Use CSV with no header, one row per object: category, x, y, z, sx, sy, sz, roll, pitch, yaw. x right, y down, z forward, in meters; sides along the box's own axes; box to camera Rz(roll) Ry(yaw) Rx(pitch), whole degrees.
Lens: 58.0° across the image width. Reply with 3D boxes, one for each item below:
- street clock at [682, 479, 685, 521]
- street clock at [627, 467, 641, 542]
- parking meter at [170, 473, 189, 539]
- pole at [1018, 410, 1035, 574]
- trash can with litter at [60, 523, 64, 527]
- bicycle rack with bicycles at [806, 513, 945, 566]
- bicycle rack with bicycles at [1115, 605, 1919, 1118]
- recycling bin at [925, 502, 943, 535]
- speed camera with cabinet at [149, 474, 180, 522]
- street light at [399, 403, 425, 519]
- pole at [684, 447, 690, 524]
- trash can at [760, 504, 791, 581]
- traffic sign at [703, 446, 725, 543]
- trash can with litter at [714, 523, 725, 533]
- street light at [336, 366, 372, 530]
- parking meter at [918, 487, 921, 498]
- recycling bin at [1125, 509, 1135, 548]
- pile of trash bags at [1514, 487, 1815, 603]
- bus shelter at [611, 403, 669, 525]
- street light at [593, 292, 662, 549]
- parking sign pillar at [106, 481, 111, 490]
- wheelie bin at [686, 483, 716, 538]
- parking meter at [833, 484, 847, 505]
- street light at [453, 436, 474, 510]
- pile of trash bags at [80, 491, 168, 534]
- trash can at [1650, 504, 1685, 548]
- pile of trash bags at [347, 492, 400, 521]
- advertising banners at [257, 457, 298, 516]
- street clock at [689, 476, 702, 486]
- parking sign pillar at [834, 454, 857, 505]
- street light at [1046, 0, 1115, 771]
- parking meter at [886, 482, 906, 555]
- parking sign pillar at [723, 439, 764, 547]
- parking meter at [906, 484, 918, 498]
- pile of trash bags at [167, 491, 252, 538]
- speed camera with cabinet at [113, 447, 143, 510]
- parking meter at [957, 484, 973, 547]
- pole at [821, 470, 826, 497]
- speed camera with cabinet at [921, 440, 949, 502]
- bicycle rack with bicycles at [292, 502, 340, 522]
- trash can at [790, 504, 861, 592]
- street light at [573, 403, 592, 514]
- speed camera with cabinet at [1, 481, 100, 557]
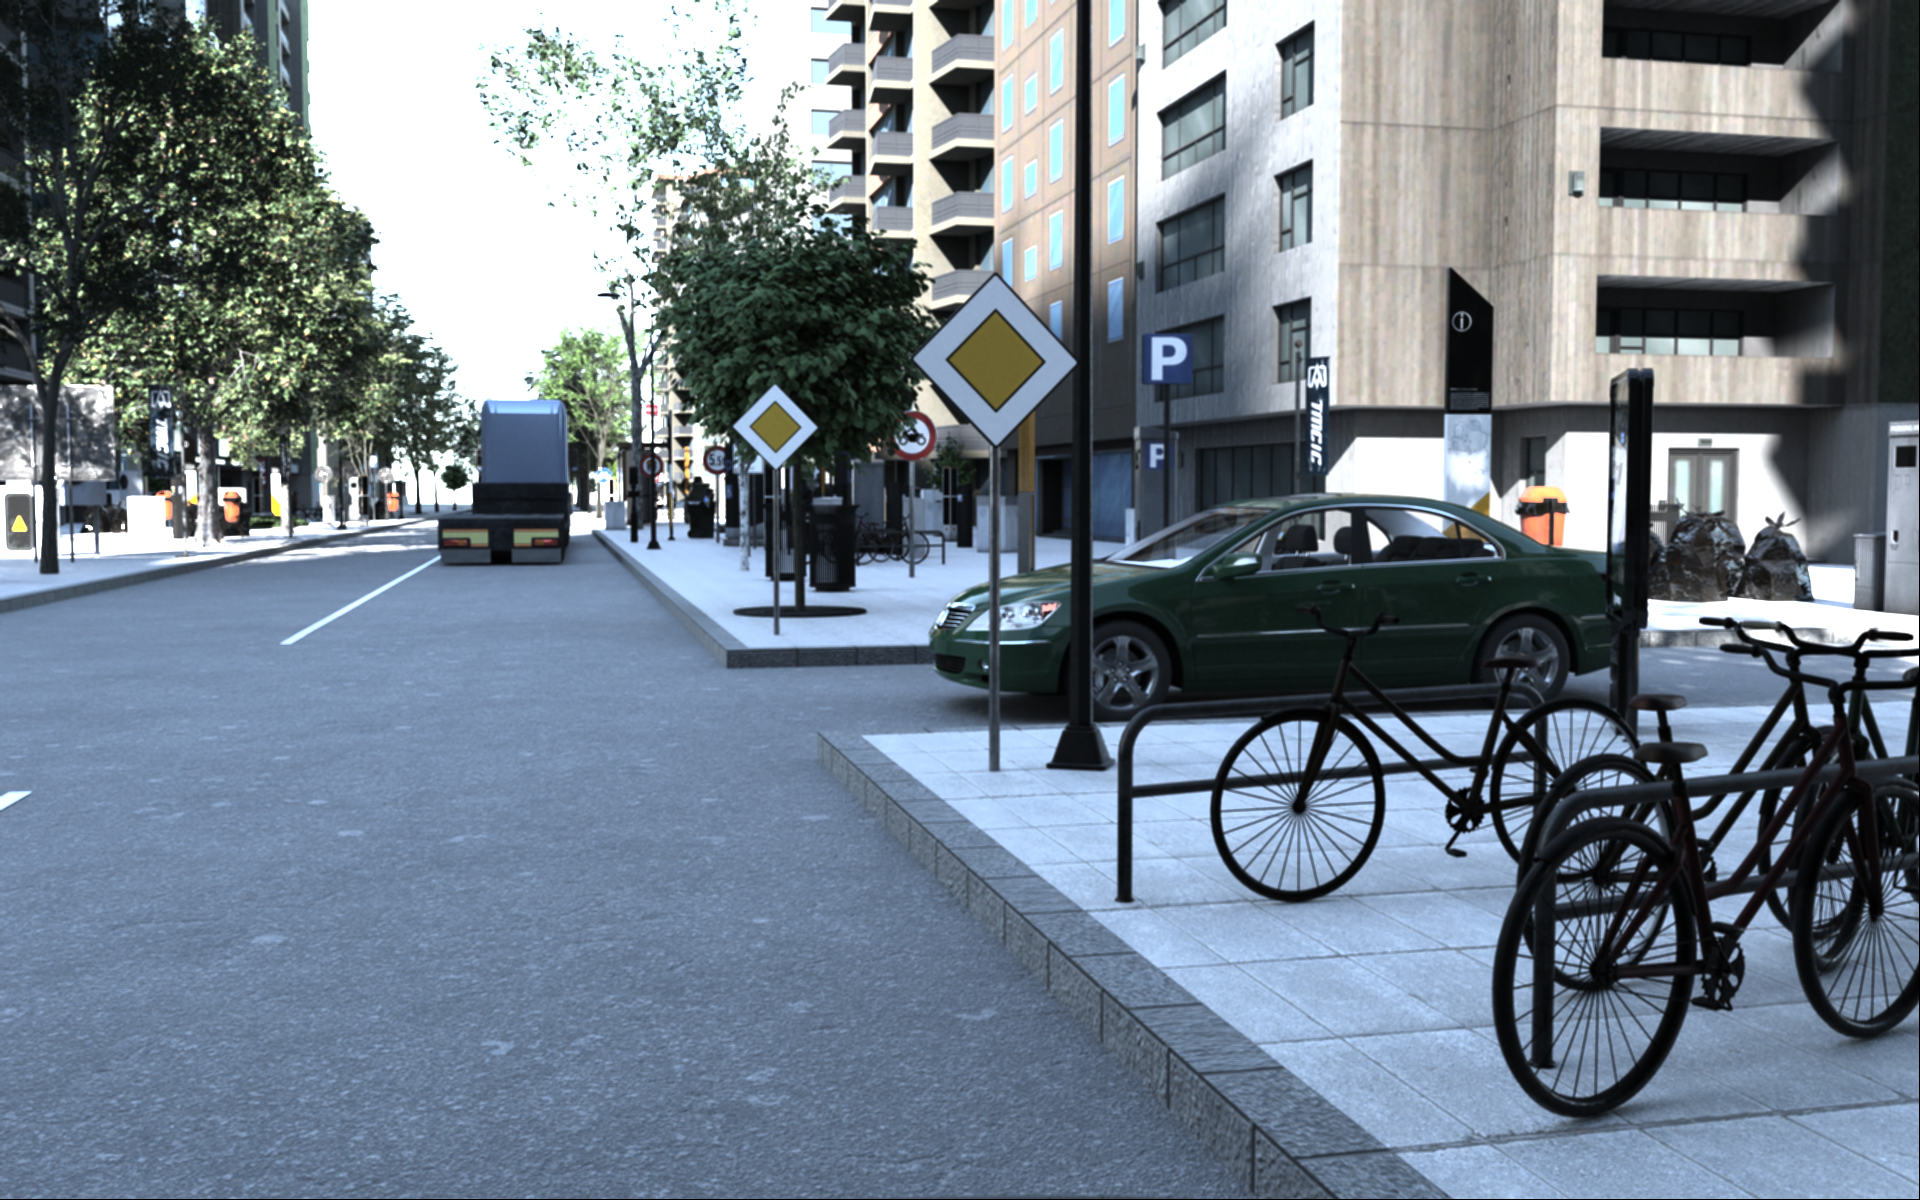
street clock,-13.014,-4.748,82.203,0.358,2.002,0.471,-2,4,-29
street clock,-8.699,-2.547,46.207,0.358,2.002,0.471,-1,4,-10
parking meter,-22.103,-2.650,49.038,0.255,1.863,0.399,3,4,38
pole,0.798,-1.645,20.736,0.158,3.312,0.155,0,3,0
trash can with litter,-35.185,-3.384,66.718,0.624,1.170,1.055,2,4,33
bicycle rack with bicycles,-1.710,-1.140,32.014,2.925,0.926,2.852,-2,4,-29
bicycle rack with bicycles,1.901,0.513,4.996,2.925,0.926,2.852,-2,4,-25
recycling bin,-0.703,-2.569,54.556,0.722,1.027,0.722,1,4,10
speed camera with cabinet,-36.290,-5.215,79.604,2.038,3.252,0.660,1,4,18
street light,-27.909,-7.069,88.125,1.470,5.913,1.316,-1,4,-13
pole,-11.860,-4.978,75.226,0.158,3.312,0.155,0,3,0
trash can,-2.583,-0.858,25.686,0.748,1.137,0.748,0,3,0
traffic sign,-6.370,-2.776,45.501,0.768,2.556,0.104,-1,4,-9
trash can with litter,-7.638,-2.820,57.493,0.624,1.170,1.055,3,4,38
street light,-21.801,-5.501,62.490,1.470,5.913,1.316,-1,4,-13
parking meter,-1.285,-2.464,48.705,0.372,1.533,0.369,0,3,0
recycling bin,3.254,-1.061,29.906,0.722,1.027,0.722,0,4,-1
pile of trash bags,8.470,-0.700,21.202,3.447,1.369,1.912,0,4,-7
bus shelter,-13.734,-5.896,74.036,2.179,5.291,8.768,-1,4,-13
street light,-7.673,-4.133,40.118,1.470,5.913,1.316,-1,4,-13
parking sign pillar,-36.465,-5.217,73.767,1.447,3.967,1.447,-2,4,-26
wheelie bin,-7.547,-2.610,50.578,0.980,1.594,0.693,3,4,38
parking meter,-3.111,-2.241,45.052,0.372,1.533,0.369,0,3,0
street light,-39.414,-10.047,136.803,1.470,5.913,1.316,-1,4,-13
pile of trash bags,-27.055,-2.871,56.696,3.447,1.369,1.912,1,4,21
trash can,10.096,-0.823,25.113,0.748,1.137,0.748,0,3,0
pile of trash bags,-28.399,-4.551,84.161,3.447,1.369,1.912,2,4,35
advertising banners,-32.470,-5.274,82.413,0.090,3.025,2.074,3,4,37
street clock,-10.568,-3.998,69.931,0.358,2.002,0.471,1,4,9
parking sign pillar,-3.608,-4.112,55.708,1.447,3.967,1.447,1,4,20
street light,0.044,-2.162,7.888,1.470,5.913,1.316,-1,4,-13
parking meter,-1.390,-1.734,36.769,0.372,1.533,0.369,0,3,0
parking sign pillar,-5.169,-3.332,42.953,1.447,3.967,1.447,-3,4,-36
parking meter,-1.324,-2.065,42.177,0.372,1.533,0.369,0,3,0
pile of trash bags,-22.264,-2.588,52.072,1.912,1.369,3.447,-3,4,-39
speed camera with cabinet,-31.458,-4.321,64.991,2.038,3.252,0.660,3,4,37
parking meter,0.118,-2.042,41.796,0.372,1.533,0.369,0,3,0
pole,-3.516,-3.073,44.086,0.158,3.312,0.155,0,3,0
speed camera with cabinet,-0.993,-3.999,59.727,2.038,3.252,0.660,3,5,42
bicycle rack with bicycles,-29.470,-4.113,80.631,2.925,0.926,2.852,-1,4,-15
trash can,-1.684,-0.686,22.864,0.748,1.137,0.748,0,3,0
street light,-19.083,-7.107,88.742,1.470,5.913,1.316,-1,4,-13
speed camera with cabinet,-18.432,-2.497,35.157,2.038,3.252,0.660,1,4,9
